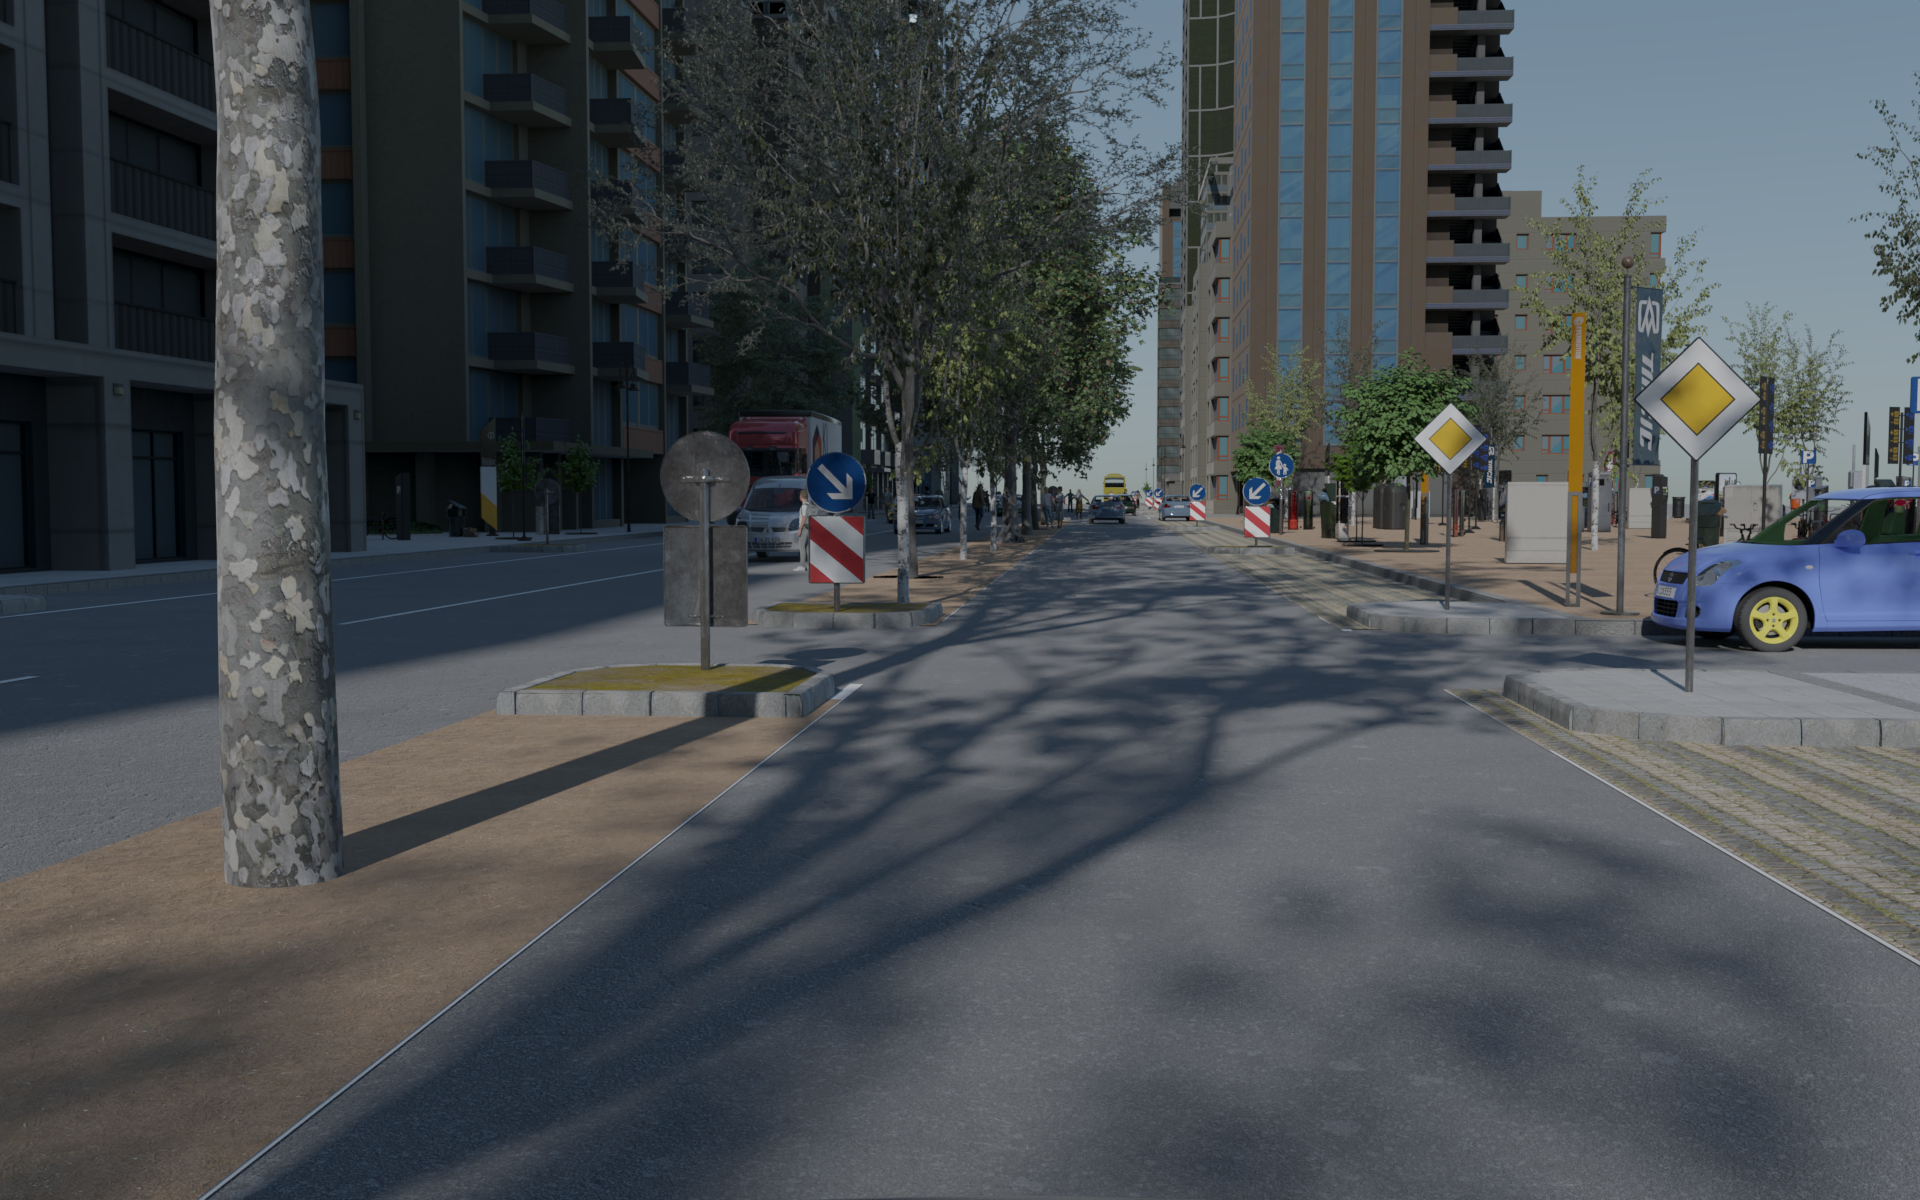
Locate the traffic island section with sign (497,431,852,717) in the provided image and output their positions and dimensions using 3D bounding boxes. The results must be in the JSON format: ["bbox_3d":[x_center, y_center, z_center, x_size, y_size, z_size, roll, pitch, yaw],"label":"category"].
[{"bbox_3d":[-1.916,-0.238,12.035,2.006,1.907,1.989,0,4,5],"label":"traffic island section with sign"}]

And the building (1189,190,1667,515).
[{"bbox_3d":[31.188,-17.015,123.230,27.650,21.520,28.899,0,4,5],"label":"building"}]

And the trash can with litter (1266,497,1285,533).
[{"bbox_3d":[10.302,-2.773,56.732,0.624,1.170,1.055,0,4,6],"label":"trash can with litter"}]

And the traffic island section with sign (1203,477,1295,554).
[{"bbox_3d":[7.013,-2.036,41.923,1.989,1.847,2.006,0,4,5],"label":"traffic island section with sign"}]

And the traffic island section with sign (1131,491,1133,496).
[{"bbox_3d":[20.399,-11.730,200.410,1.989,1.847,2.006,0,4,5],"label":"traffic island section with sign"}]

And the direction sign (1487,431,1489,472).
[{"bbox_3d":[18.736,-4.331,62.809,0.876,3.537,0.379,3,5,40],"label":"direction sign"}]

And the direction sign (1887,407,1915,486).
[{"bbox_3d":[24.466,-3.246,45.075,0.876,3.537,0.379,-1,4,-21],"label":"direction sign"}]

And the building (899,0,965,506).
[{"bbox_3d":[-9.976,-55.845,225.731,22.319,86.520,31.000,0,4,5],"label":"building"}]

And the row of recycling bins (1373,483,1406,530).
[{"bbox_3d":[15.805,-3.467,63.793,1.069,1.692,3.534,0,4,6],"label":"row of recycling bins"}]

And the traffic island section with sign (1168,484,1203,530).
[{"bbox_3d":[9.290,-3.682,68.826,1.989,1.847,2.006,0,4,5],"label":"traffic island section with sign"}]

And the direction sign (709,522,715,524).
[{"bbox_3d":[-10.807,-5.073,74.945,0.379,3.537,0.876,2,4,29],"label":"direction sign"}]

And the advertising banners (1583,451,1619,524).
[{"bbox_3d":[25.767,-4.550,70.581,2.074,3.025,0.090,-1,4,-9],"label":"advertising banners"}]

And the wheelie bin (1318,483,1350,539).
[{"bbox_3d":[10.789,-2.583,50.140,0.980,1.594,0.693,-1,4,-21],"label":"wheelie bin"}]

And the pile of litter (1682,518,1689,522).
[{"bbox_3d":[33.869,-3.971,78.885,1.719,0.858,1.176,3,5,41],"label":"pile of litter"}]

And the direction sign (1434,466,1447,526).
[{"bbox_3d":[19.672,-4.802,70.517,0.876,3.537,0.379,0,4,4],"label":"direction sign"}]

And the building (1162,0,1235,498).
[{"bbox_3d":[35.433,-47.278,211.252,20.563,71.187,20.611,0,4,5],"label":"building"}]

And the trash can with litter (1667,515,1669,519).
[{"bbox_3d":[35.390,-4.744,88.620,1.678,1.210,2.233,-3,4,-36],"label":"trash can with litter"}]

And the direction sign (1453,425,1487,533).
[{"bbox_3d":[16.727,-3.964,56.813,0.379,3.537,0.876,-2,4,-27],"label":"direction sign"}]

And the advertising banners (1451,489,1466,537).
[{"bbox_3d":[14.767,-3.385,51.528,0.090,3.025,2.074,2,4,30],"label":"advertising banners"}]

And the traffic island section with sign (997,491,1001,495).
[{"bbox_3d":[5.223,-13.510,229.518,1.989,1.847,2.006,0,4,5],"label":"traffic island section with sign"}]

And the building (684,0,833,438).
[{"bbox_3d":[-15.624,-20.277,103.224,14.160,30.474,14.107,0,4,5],"label":"building"}]

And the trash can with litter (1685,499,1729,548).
[{"bbox_3d":[15.121,-1.451,35.110,0.624,1.170,1.055,3,5,39],"label":"trash can with litter"}]

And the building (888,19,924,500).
[{"bbox_3d":[-10.962,-31.331,162.374,14.600,45.320,14.200,0,4,5],"label":"building"}]

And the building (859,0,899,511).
[{"bbox_3d":[-16.936,-31.853,140.398,23.786,49.044,30.456,0,4,5],"label":"building"}]

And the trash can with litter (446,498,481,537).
[{"bbox_3d":[-14.776,-2.460,51.600,1.055,1.170,0.624,1,4,18],"label":"trash can with litter"}]

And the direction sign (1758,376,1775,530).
[{"bbox_3d":[15.595,-2.542,33.552,0.379,3.537,0.876,3,5,40],"label":"direction sign"}]

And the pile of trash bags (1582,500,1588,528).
[{"bbox_3d":[22.084,-3.420,65.666,3.447,1.369,1.912,-1,4,-11],"label":"pile of trash bags"}]

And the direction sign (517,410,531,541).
[{"bbox_3d":[-11.944,-3.387,47.369,0.379,3.537,0.876,-1,4,-9],"label":"direction sign"}]

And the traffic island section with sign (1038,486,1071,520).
[{"bbox_3d":[5.030,-5.269,94.290,2.006,1.907,1.989,0,4,5],"label":"traffic island section with sign"}]

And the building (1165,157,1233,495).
[{"bbox_3d":[38.852,-30.372,188.460,32.217,40.220,23.993,0,4,5],"label":"building"}]

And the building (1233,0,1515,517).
[{"bbox_3d":[23.522,-27.612,101.563,14.600,45.320,14.200,0,4,5],"label":"building"}]

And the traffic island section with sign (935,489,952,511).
[{"bbox_3d":[-1.738,-8.479,147.266,1.989,1.847,2.006,0,4,5],"label":"traffic island section with sign"}]

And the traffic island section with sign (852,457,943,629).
[{"bbox_3d":[-1.283,-0.690,19.416,2.006,1.907,1.989,0,4,5],"label":"traffic island section with sign"}]

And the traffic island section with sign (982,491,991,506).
[{"bbox_3d":[2.904,-11.830,202.041,1.989,1.847,2.006,0,4,5],"label":"traffic island section with sign"}]

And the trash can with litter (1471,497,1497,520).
[{"bbox_3d":[26.757,-4.665,87.332,2.233,1.210,1.678,2,4,25],"label":"trash can with litter"}]

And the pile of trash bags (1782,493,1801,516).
[{"bbox_3d":[42.453,-4.939,90.505,3.447,1.369,1.912,-1,4,-16],"label":"pile of trash bags"}]

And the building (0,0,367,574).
[{"bbox_3d":[-23.903,-36.387,33.178,20.563,71.187,20.611,0,4,5],"label":"building"}]

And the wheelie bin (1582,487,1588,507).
[{"bbox_3d":[26.556,-4.024,73.694,0.693,1.594,0.980,-1,4,-23],"label":"wheelie bin"}]

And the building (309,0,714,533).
[{"bbox_3d":[-22.665,-25.428,70.378,22.147,44.769,28.867,0,4,5],"label":"building"}]

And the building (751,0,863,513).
[{"bbox_3d":[-14.534,-26.510,117.029,14.154,41.232,14.086,0,4,5],"label":"building"}]

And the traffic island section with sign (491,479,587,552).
[{"bbox_3d":[-10.487,-2.130,43.452,1.989,1.847,2.006,0,4,5],"label":"traffic island section with sign"}]

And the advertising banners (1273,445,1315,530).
[{"bbox_3d":[11.910,-4.010,61.758,2.074,3.025,0.090,-2,4,-34],"label":"advertising banners"}]

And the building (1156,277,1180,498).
[{"bbox_3d":[33.180,-28.035,230.073,14.160,30.474,14.107,0,4,5],"label":"building"}]

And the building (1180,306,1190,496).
[{"bbox_3d":[34.032,-18.817,152.704,27.650,21.520,28.899,0,4,5],"label":"building"}]

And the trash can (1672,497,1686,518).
[{"bbox_3d":[38.137,-4.910,91.934,0.748,1.137,0.748,0,3,0],"label":"trash can"}]

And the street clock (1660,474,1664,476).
[{"bbox_3d":[25.368,-3.567,62.889,0.358,2.002,0.471,0,4,-3],"label":"street clock"}]

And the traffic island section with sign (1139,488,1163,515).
[{"bbox_3d":[13.510,-6.746,118.923,1.989,1.847,2.006,0,4,5],"label":"traffic island section with sign"}]

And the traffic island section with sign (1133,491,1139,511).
[{"bbox_3d":[15.780,-8.389,145.782,1.989,1.847,2.006,0,4,5],"label":"traffic island section with sign"}]

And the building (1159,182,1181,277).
[{"bbox_3d":[35.131,-36.330,244.109,14.600,45.320,14.200,0,4,5],"label":"building"}]
